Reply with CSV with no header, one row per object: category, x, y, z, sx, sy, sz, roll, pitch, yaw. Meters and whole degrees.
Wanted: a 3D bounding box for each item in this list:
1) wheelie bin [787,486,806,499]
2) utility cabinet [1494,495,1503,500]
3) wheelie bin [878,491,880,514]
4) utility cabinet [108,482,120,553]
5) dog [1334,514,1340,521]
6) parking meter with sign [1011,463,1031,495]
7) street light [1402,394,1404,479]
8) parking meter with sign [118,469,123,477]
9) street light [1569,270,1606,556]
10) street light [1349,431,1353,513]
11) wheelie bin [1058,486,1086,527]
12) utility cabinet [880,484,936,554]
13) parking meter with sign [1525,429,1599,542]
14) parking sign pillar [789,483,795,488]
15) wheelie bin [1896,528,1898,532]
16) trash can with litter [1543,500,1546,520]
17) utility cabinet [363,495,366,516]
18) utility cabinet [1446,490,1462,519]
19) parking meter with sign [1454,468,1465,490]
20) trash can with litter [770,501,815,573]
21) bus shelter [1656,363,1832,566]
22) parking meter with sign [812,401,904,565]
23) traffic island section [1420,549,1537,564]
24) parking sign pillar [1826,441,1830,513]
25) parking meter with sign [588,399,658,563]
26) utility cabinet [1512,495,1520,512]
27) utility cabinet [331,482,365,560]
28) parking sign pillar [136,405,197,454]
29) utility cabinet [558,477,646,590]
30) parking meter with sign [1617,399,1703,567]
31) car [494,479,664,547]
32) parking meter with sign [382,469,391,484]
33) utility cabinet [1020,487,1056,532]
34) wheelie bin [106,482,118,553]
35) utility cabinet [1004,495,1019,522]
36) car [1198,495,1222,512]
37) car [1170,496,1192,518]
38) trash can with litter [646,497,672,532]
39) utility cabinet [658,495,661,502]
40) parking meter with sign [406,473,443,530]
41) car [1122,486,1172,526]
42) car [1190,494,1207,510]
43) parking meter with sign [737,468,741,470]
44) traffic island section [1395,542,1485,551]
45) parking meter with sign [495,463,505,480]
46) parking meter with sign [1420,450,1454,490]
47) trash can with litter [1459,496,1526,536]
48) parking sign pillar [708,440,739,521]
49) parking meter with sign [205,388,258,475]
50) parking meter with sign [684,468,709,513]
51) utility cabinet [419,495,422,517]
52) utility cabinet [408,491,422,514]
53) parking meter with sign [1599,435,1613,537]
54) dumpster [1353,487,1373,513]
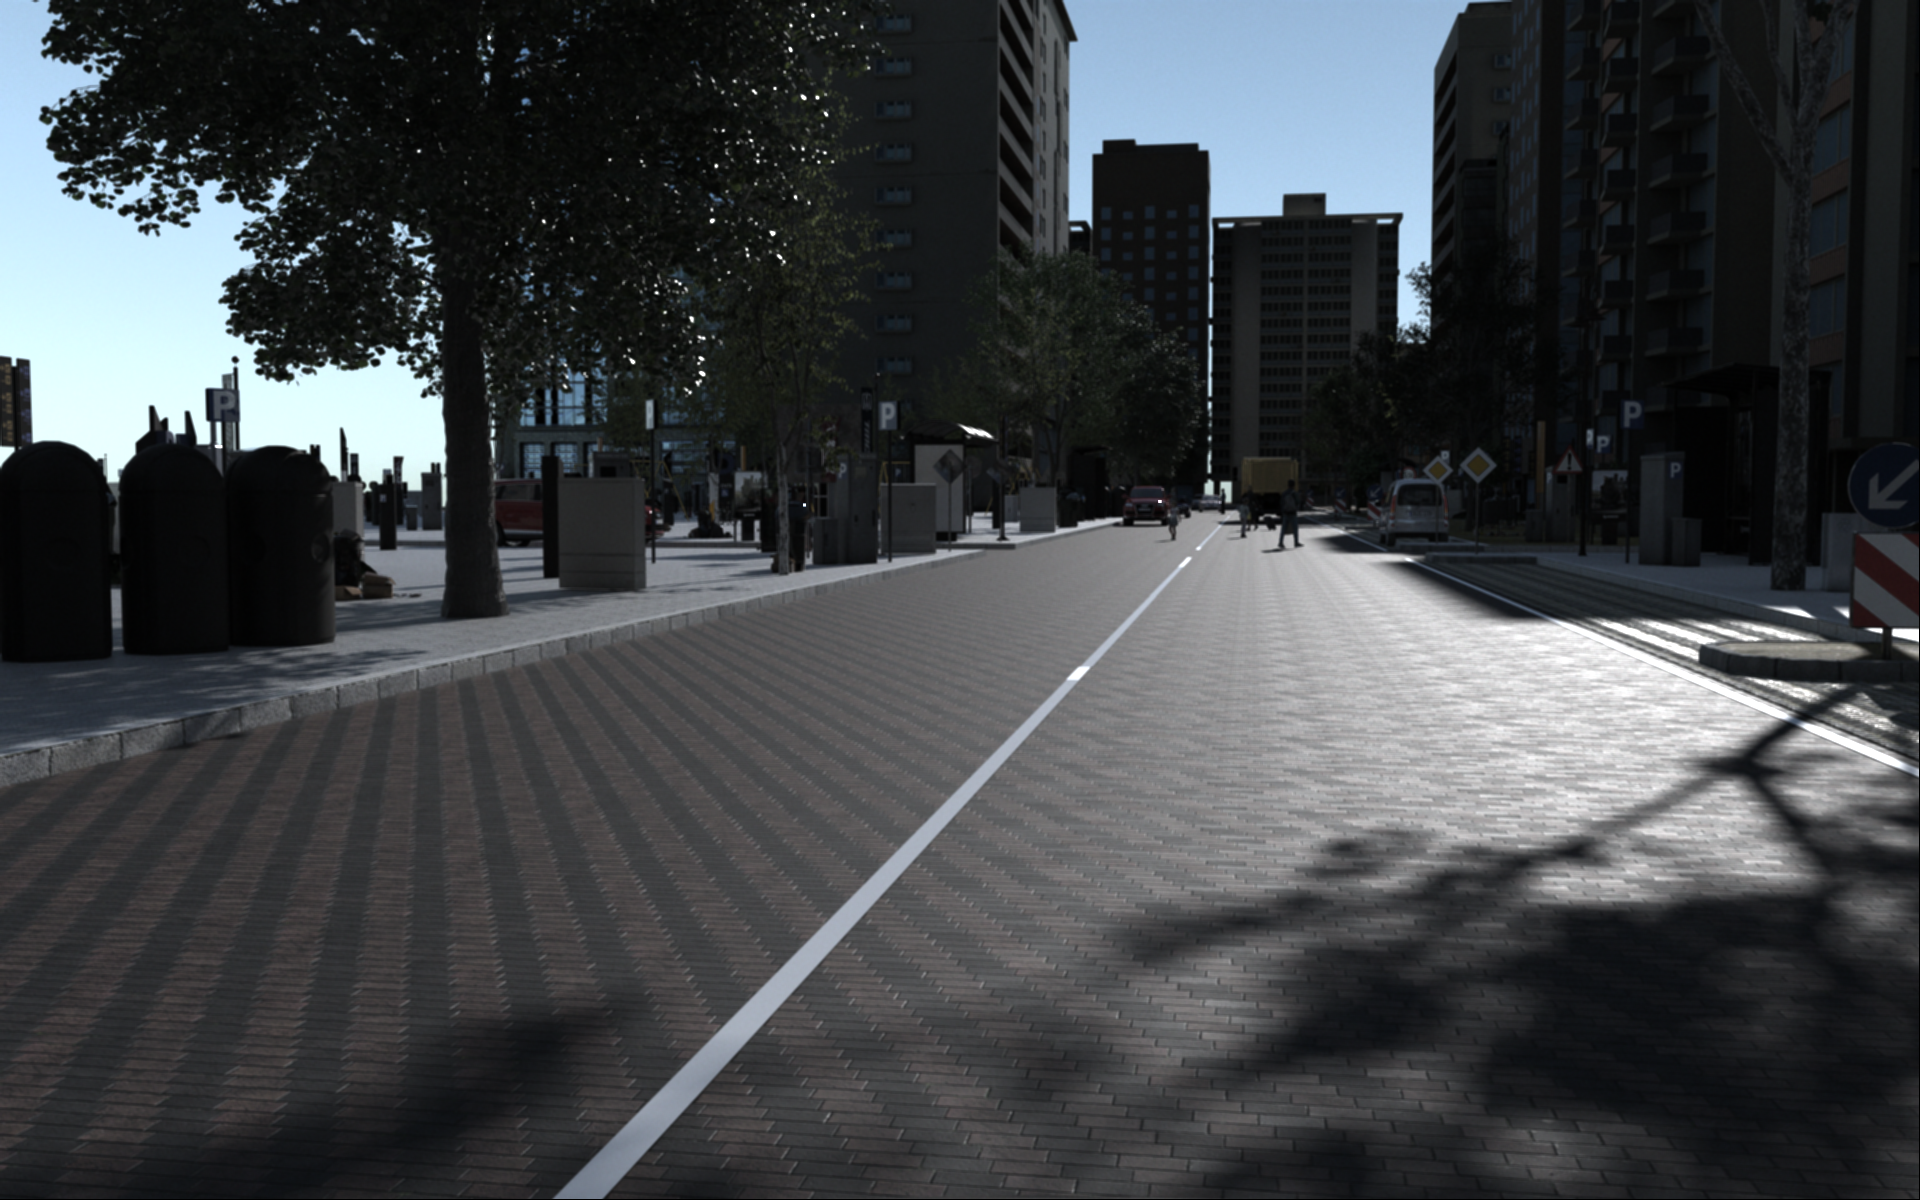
wheelie bin,-6.355,-3.700,68.395,0.980,1.594,0.693,-1,4,-11
utility cabinet,34.939,-6.180,112.198,1.020,1.237,0.306,-3,5,-44
wheelie bin,-4.876,-6.291,110.768,0.980,1.594,0.693,2,4,29
utility cabinet,-15.807,-1.477,32.830,0.318,1.500,1.173,-3,5,-40
dog,19.836,-4.324,90.889,0.748,0.427,0.550,-2,4,-30
parking meter with sign,3.633,-6.082,95.700,0.543,3.016,1.738,-3,5,-42
street light,19.903,-6.425,77.839,0.468,5.910,1.993,1,4,9
parking meter with sign,-58.952,-7.617,120.799,0.543,3.016,1.738,1,4,11
street light,12.945,-3.857,35.842,0.468,5.910,1.993,1,4,9
street light,26.574,-8.867,117.763,0.468,5.910,1.993,1,4,9
wheelie bin,4.165,-3.602,66.800,0.980,1.594,0.693,2,4,28
utility cabinet,-1.104,-1.717,36.749,1.173,1.500,0.318,0,4,-6
parking meter with sign,16.043,-3.061,46.303,1.738,3.016,0.543,0,4,-8
parking sign pillar,-11.482,-8.239,123.186,1.447,3.967,1.447,-2,4,-33
wheelie bin,25.651,-2.457,48.088,0.693,1.594,0.980,-1,4,-21
trash can with litter,29.071,-4.564,86.003,0.624,1.170,1.055,-2,4,-29
utility cabinet,-40.036,-6.421,116.143,1.020,1.237,0.306,0,4,-7
utility cabinet,25.115,-4.900,88.794,1.173,1.500,0.318,3,5,40
parking meter with sign,32.831,-7.302,115.649,1.738,3.016,0.543,-2,4,-27
trash can with litter,-2.778,-1.050,28.560,0.624,1.170,1.055,0,4,6
bus shelter,15.178,-2.606,33.894,1.731,3.624,6.357,1,4,10
parking meter with sign,-1.932,-2.185,31.992,1.738,3.016,0.543,-3,5,-42
traffic island section,10.983,-0.886,36.761,2.009,0.180,2.903,1,4,9
parking sign pillar,25.636,-3.874,51.814,1.447,3.967,1.447,2,4,35
parking meter with sign,-6.432,-2.167,31.690,1.738,3.016,0.543,-2,4,-25
utility cabinet,34.266,-5.855,106.895,0.306,1.237,1.020,0,4,2
utility cabinet,-11.254,-1.360,30.911,1.173,1.500,0.318,1,4,8
parking sign pillar,-24.556,-3.970,53.388,1.447,3.967,1.447,-1,4,-11
utility cabinet,-4.776,-0.884,23.125,1.173,1.500,0.318,1,4,22
parking meter with sign,12.660,-2.141,31.267,0.543,3.016,1.738,-1,4,-20
car,-10.074,-2.131,43.519,5.304,1.827,2.281,0,4,8
parking meter with sign,-40.506,-7.704,122.222,0.543,3.016,1.738,-2,4,-26
utility cabinet,2.576,-2.963,57.126,1.173,1.500,0.318,1,4,10
wheelie bin,-15.872,-1.453,31.657,0.980,1.594,0.693,1,4,12
utility cabinet,2.263,-4.172,79.372,0.306,1.237,1.020,-2,4,-35
car,20.108,-7.739,138.897,2.083,1.381,4.827,0,4,8
car,13.086,-5.653,105.014,1.945,1.354,3.894,1,4,9
trash can with litter,-10.338,-2.915,59.054,0.624,1.170,1.055,2,4,25
utility cabinet,-17.880,-5.527,101.531,0.306,1.237,1.020,-3,4,-38
parking meter with sign,-18.890,-4.015,61.904,1.738,3.016,0.543,-1,4,-13
car,8.637,-4.351,79.817,2.281,1.827,5.304,1,4,9
car,21.369,-8.626,153.032,2.014,1.417,4.499,1,4,11
parking meter with sign,-14.942,-7.307,115.733,0.543,3.016,1.738,-1,4,-14
traffic island section,12.304,-1.367,44.636,2.009,0.180,2.903,1,4,9
parking meter with sign,-25.862,-6.197,97.577,0.543,3.016,1.738,-1,4,-18
parking meter with sign,18.629,-4.431,68.704,1.738,3.016,0.543,-2,4,-27
trash can with litter,16.618,-2.567,53.027,2.233,1.210,1.678,2,4,30
parking sign pillar,-11.193,-5.709,81.806,1.447,3.967,1.447,-2,4,-28
parking meter with sign,-11.542,-1.954,28.208,1.738,3.016,0.543,3,4,38
parking meter with sign,-17.441,-7.292,115.490,1.738,3.016,0.543,1,4,9
utility cabinet,-30.368,-5.368,98.924,1.020,1.237,0.306,-1,4,-14
utility cabinet,-34.739,-6.240,110.703,1.173,1.500,0.318,0,4,-7
parking meter with sign,19.713,-3.395,51.767,1.738,3.016,0.543,-2,4,-35
dumpster,26.969,-6.904,115.378,1.502,2.255,1.985,1,4,10
